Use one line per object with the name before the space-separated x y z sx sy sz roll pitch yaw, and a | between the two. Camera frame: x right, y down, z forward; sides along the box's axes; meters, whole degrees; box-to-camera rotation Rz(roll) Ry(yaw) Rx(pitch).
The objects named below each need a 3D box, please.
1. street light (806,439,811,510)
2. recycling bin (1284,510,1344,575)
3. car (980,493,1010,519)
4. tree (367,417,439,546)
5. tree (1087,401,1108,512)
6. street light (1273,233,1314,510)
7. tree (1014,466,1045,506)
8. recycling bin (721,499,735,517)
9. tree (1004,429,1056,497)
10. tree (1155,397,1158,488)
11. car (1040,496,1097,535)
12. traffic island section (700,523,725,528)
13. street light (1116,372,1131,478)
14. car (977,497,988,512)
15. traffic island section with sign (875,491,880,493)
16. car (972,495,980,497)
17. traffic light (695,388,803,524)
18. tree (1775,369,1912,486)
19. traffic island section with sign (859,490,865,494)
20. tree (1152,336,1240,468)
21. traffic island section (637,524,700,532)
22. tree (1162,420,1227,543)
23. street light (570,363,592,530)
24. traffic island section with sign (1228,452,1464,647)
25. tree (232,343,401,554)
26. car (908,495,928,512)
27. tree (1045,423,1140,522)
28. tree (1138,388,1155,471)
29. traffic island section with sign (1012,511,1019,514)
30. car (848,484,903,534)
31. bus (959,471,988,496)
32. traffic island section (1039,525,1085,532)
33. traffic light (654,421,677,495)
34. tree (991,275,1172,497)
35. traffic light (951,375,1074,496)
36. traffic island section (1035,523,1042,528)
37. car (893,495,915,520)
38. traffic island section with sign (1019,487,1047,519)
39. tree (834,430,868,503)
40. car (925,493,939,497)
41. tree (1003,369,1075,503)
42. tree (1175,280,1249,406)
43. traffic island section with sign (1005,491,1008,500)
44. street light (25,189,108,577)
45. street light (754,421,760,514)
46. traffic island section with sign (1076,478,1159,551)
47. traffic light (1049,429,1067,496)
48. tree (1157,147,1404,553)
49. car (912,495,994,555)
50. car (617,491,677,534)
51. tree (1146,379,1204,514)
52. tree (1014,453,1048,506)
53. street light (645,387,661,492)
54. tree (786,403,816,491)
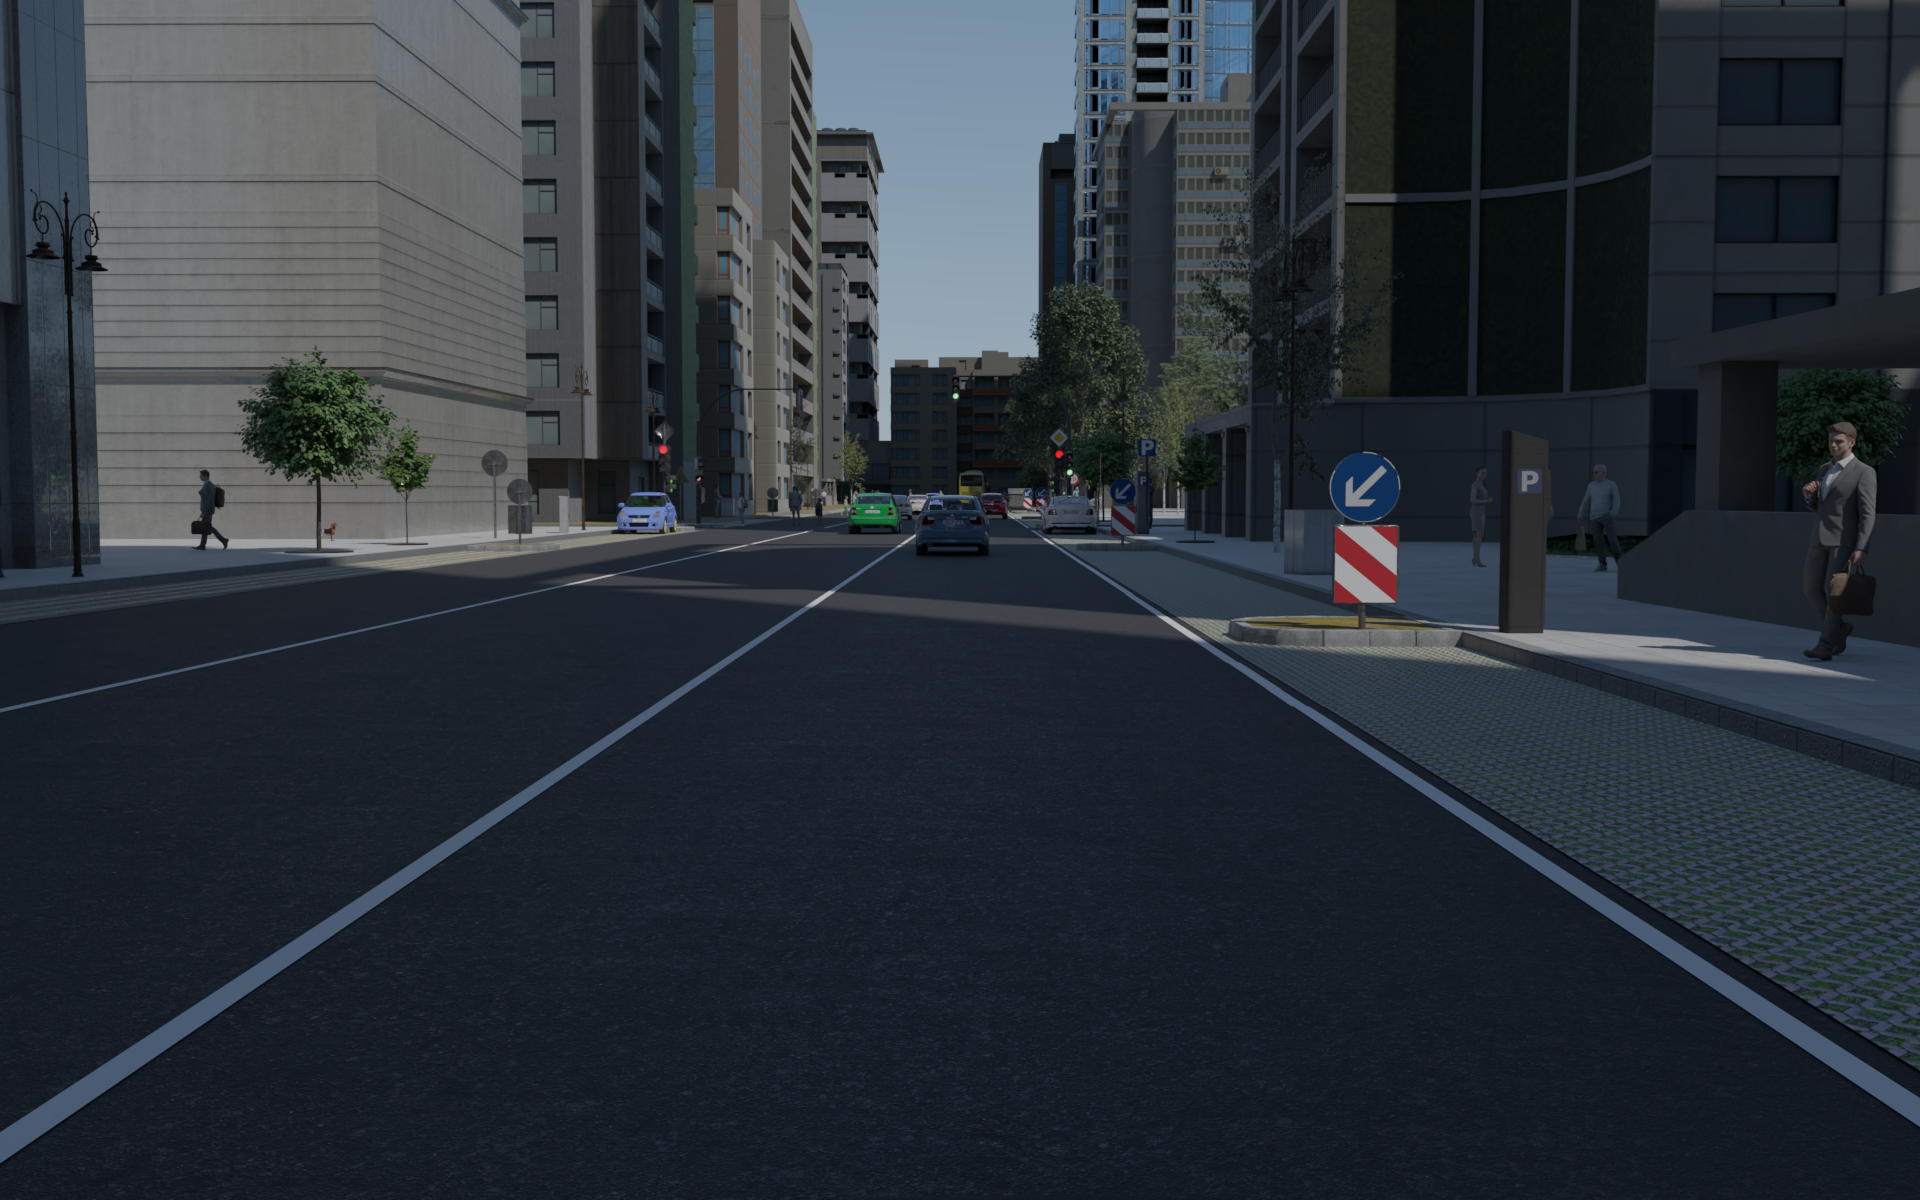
street light | -12.609 -10.437 143.425 0.468 5.910 1.993 0 4 1
recycling bin | 5.678 -0.932 27.792 0.722 1.027 0.722 -1 4 -18
car | 1.835 -5.603 100.641 2.155 1.783 4.494 0 4 -1
tree | -13.818 -2.989 43.472 1.663 3.219 1.824 0 3 0
tree | 9.958 -10.503 122.079 4.737 8.622 4.395 0 3 0
street light | 5.931 -3.557 30.937 0.468 5.910 1.993 0 4 1
tree | 7.888 -13.067 197.360 4.285 4.588 4.351 0 3 0
recycling bin | -13.078 -5.196 97.506 0.722 1.027 0.722 0 4 -4
tree | 8.096 -13.018 147.252 8.767 10.594 7.601 0 4 -2
tree | 14.423 -9.256 101.704 4.360 8.622 3.978 0 3 0
car | 3.921 -3.056 62.331 2.083 1.381 4.827 0 4 1
traffic island section | -11.270 -3.199 74.586 2.009 0.180 2.903 0 4 1
street light | 6.180 -5.677 65.611 0.468 5.910 1.993 0 4 1
car | 0.325 -4.132 80.145 1.945 1.354 3.894 0 4 0
traffic island section with sign | -9.671 -11.946 203.941 1.989 1.847 2.006 0 4 1
car | 1.792 -9.739 171.818 1.945 1.354 3.894 0 4 2
traffic light | -9.138 -6.104 74.466 4.771 5.953 1.251 0 4 1
tree | 19.009 -3.327 38.105 4.285 4.588 4.351 0 3 0
traffic island section with sign | -9.941 -10.288 176.844 1.989 1.847 2.006 0 4 1
tree | 17.031 -12.641 124.805 7.486 12.596 7.792 0 3 0
traffic island section | -11.349 -2.711 66.601 2.009 0.180 2.903 0 4 1
tree | 6.075 -3.116 45.550 1.663 3.219 1.824 0 3 0
street light | -13.346 -5.411 61.253 0.468 5.910 1.993 0 4 1
traffic island section with sign | 3.710 -0.516 17.072 1.989 1.847 2.006 0 4 1
tree | -13.996 -3.308 37.801 4.285 4.588 4.351 0 3 0
car | -2.871 -6.538 119.265 2.083 1.381 4.827 0 4 0
tree | 6.762 -5.923 80.560 4.285 4.588 4.351 0 3 0
tree | 13.391 -10.103 115.551 4.360 8.622 3.978 0 3 0
traffic island section with sign | 4.782 -7.178 125.981 1.989 1.847 2.006 0 4 1
car | -3.077 -3.327 63.200 1.959 1.807 4.718 0 4 0
bus | 1.360 -11.610 181.363 2.896 3.916 12.252 0 4 2
traffic island section | 4.192 -2.701 66.445 2.009 0.180 2.903 0 4 1
traffic light | -11.309 -4.743 66.466 0.839 4.253 0.868 0 4 1
tree | 6.372 -10.649 91.124 9.611 12.733 9.660 0 3 0
traffic light | 2.059 -5.599 66.210 4.771 5.953 1.251 0 4 1
traffic island section | 4.270 -3.190 74.429 2.009 0.180 2.903 0 4 1
car | -3.605 -5.235 97.957 2.083 1.381 4.827 0 4 -1
traffic island section with sign | 4.516 -5.529 99.027 1.989 1.847 2.006 0 4 1
tree | -12.373 -15.114 197.473 4.737 8.622 4.395 0 3 0
car | -2.271 -8.123 142.397 1.945 1.707 3.694 0 4 -1
tree | 7.088 -12.977 137.934 9.928 11.665 9.643 0 3 0
tree | 24.261 -17.181 136.805 12.611 20.169 13.585 0 3 0
traffic island section with sign | 5.277 -10.250 176.217 1.989 1.847 2.006 0 4 1
street light | -13.669 -3.295 26.657 0.468 5.910 1.993 0 4 1
street light | -12.961 -8.355 109.386 0.468 5.910 1.993 0 4 1
traffic island section with sign | 3.972 -2.165 44.026 1.989 1.847 2.006 0 4 1
traffic light | 4.230 -5.223 74.316 0.839 4.253 0.868 0 4 1
tree | 7.137 -5.327 37.465 4.360 8.622 3.978 0 3 0
car | -0.178 -1.829 41.914 2.014 1.417 4.499 0 3 0
car | -11.283 -3.236 62.496 1.945 1.707 3.694 0 4 -1
tree | 13.762 -9.777 110.223 4.737 8.622 4.395 0 3 0
tree | 7.757 -14.298 184.134 4.360 8.622 3.978 0 3 0
street light | -13.217 -6.239 74.800 0.468 5.910 1.993 0 4 1
tree | -12.771 -11.142 132.533 4.360 8.622 3.978 0 3 0
